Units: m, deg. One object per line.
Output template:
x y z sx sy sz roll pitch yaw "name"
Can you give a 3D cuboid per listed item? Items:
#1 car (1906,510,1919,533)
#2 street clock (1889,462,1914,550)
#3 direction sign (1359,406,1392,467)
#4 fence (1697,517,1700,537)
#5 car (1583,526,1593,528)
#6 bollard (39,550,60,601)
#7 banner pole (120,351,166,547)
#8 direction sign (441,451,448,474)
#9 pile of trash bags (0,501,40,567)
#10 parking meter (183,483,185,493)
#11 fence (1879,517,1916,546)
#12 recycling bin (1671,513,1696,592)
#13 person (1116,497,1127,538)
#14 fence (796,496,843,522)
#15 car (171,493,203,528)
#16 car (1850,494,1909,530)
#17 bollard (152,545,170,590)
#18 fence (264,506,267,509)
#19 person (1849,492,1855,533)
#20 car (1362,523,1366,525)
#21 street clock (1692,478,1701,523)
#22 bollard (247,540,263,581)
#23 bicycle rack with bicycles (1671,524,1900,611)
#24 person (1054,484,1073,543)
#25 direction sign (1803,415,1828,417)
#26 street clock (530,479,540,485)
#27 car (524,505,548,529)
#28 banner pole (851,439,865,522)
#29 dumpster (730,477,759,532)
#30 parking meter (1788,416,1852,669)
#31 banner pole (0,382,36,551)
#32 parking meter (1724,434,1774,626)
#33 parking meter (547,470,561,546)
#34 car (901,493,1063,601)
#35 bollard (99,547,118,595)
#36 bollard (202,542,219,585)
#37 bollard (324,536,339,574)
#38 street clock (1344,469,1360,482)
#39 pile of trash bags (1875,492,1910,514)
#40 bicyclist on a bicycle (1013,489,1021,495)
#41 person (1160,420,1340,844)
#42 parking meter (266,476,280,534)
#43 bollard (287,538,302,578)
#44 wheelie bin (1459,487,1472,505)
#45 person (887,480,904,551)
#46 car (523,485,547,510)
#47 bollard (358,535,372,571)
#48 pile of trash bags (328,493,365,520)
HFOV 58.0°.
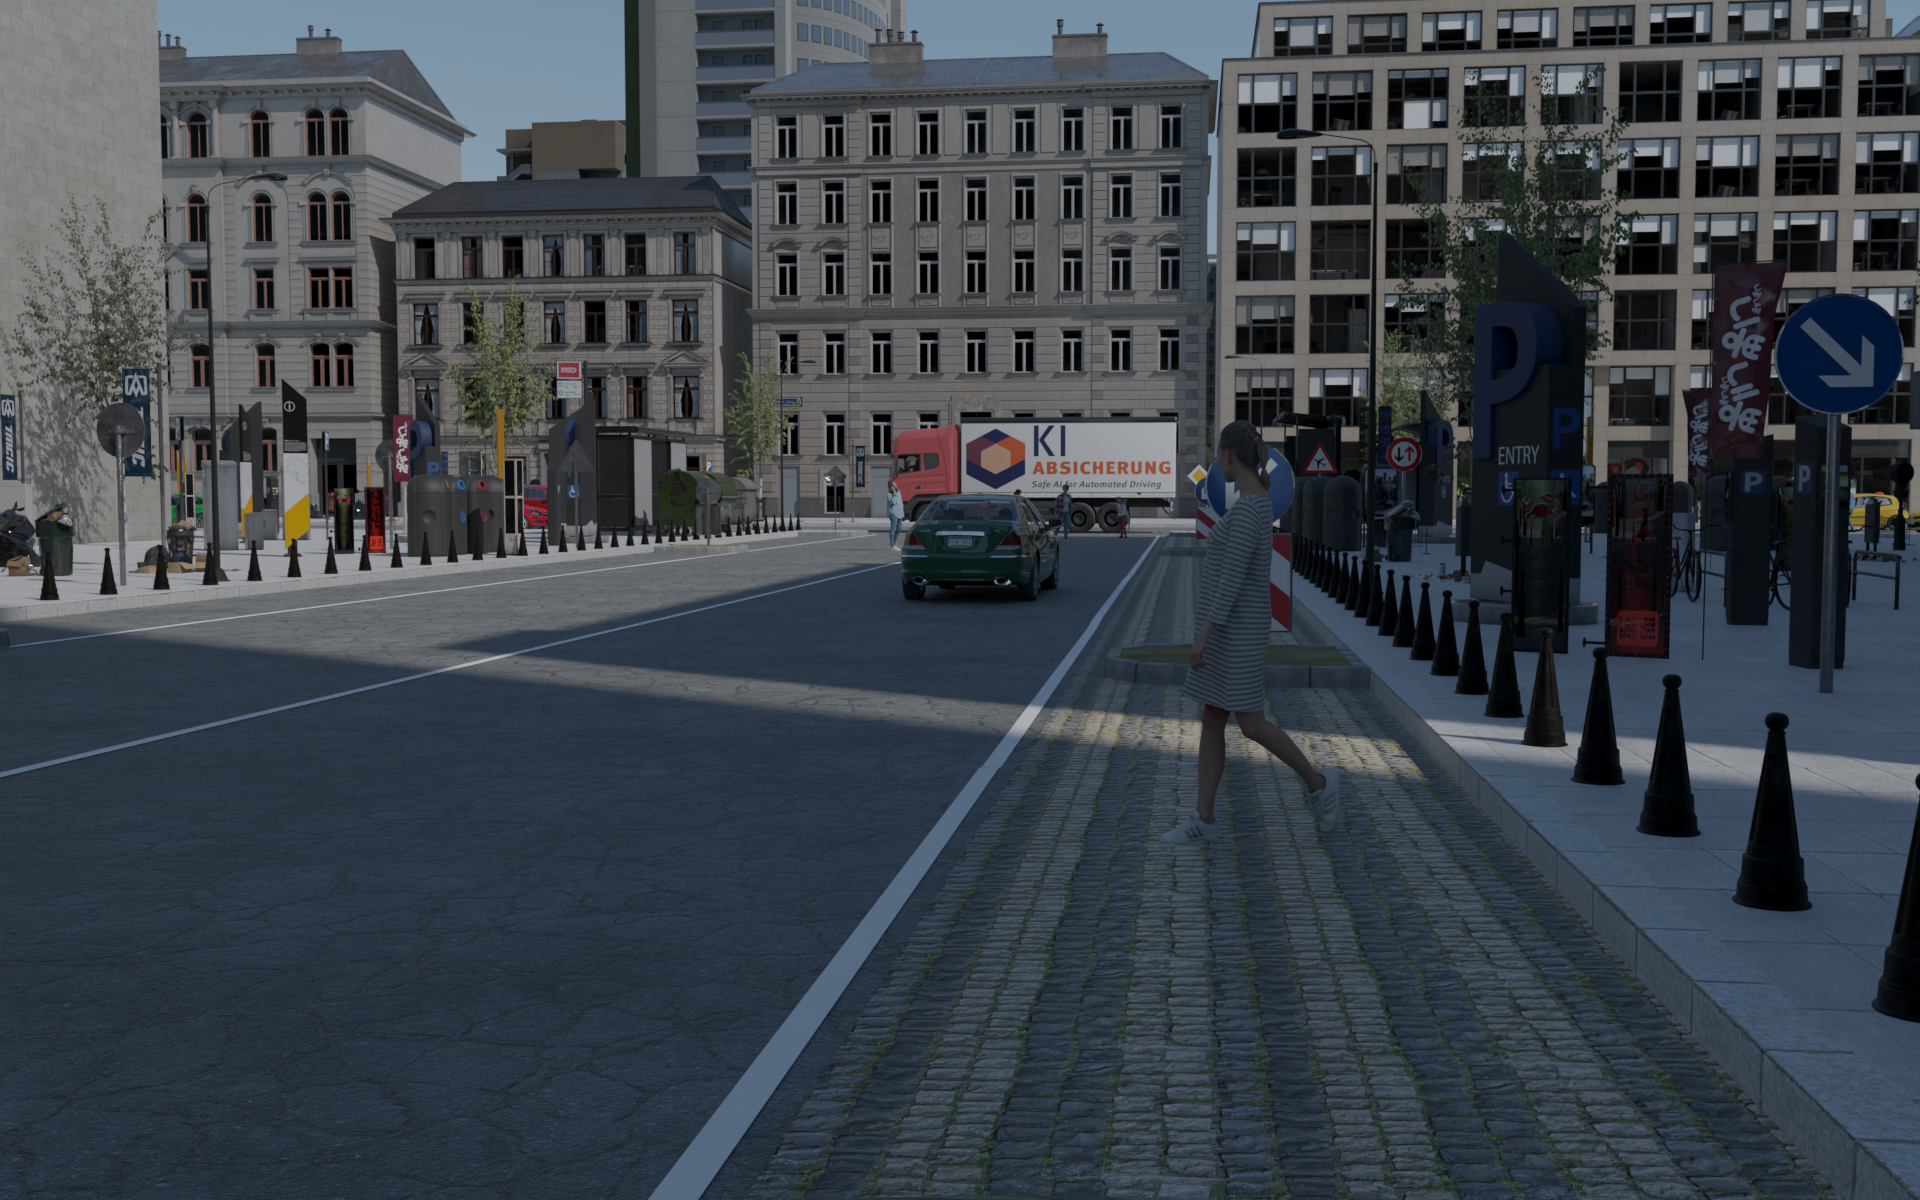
35.019 -3.046 60.022 3.980 1.641 2.015 0 4 6 "car"
21.430 -2.134 39.456 0.471 2.002 0.358 -1 4 -10 "street clock"
10.717 -3.228 44.777 0.876 3.537 0.379 3 4 37 "direction sign"
20.134 -1.832 45.320 2.069 0.683 0.278 3 4 37 "fence"
20.986 -3.197 60.937 5.304 1.827 2.281 1 4 8 "car"
-11.021 -0.300 20.951 0.229 0.601 0.229 0 3 0 "bollard"
-14.265 -2.471 30.418 0.863 3.779 0.401 0 4 -6 "banner pole"
-27.489 -6.089 91.558 0.876 3.537 0.379 -2 4 -27 "direction sign"
-17.763 -1.295 30.920 1.912 1.369 3.447 -3 5 -42 "pile of trash bags"
-39.354 -5.043 88.168 0.255 1.863 0.399 1 4 21 "parking meter"
23.768 -1.758 44.124 0.278 0.683 2.069 0 4 6 "fence"
9.336 -0.641 23.031 0.722 1.027 0.722 2 4 32 "recycling bin"
5.280 -2.689 56.366 0.435 1.345 0.340 2 4 27 "person"
-6.415 -4.155 79.143 2.264 1.192 0.480 2 4 25 "fence"
-31.035 -3.697 69.240 4.718 1.807 1.959 0 4 8 "car"
35.588 -3.603 69.131 3.980 1.641 2.015 1 4 8 "car"
-10.721 -0.440 23.237 0.229 0.601 0.229 0 3 0 "bollard"
-34.226 -4.258 84.991 2.069 0.683 0.278 3 5 43 "fence"
29.914 -3.025 58.302 0.601 1.785 0.444 -1 4 -19 "person"
16.626 -3.713 69.753 4.494 1.783 2.155 0 4 8 "car"
32.569 -4.408 76.640 0.358 2.002 0.471 0 4 3 "street clock"
-10.413 -0.582 25.551 0.229 0.601 0.229 0 3 0 "bollard"
9.574 -0.413 20.127 2.852 0.926 2.925 1 4 15 "bicycle rack with bicycles"
3.055 -2.556 51.133 0.563 1.720 0.643 -2 4 -28 "person"
24.603 -3.527 49.658 0.876 3.537 0.379 2 4 26 "direction sign"
-20.617 -4.863 84.083 0.358 2.002 0.471 2 4 28 "street clock"
-17.568 -3.442 65.309 4.494 1.783 2.155 0 4 6 "car"
-4.663 -5.420 78.631 0.863 3.779 0.401 2 4 25 "banner pole"
-7.722 -3.282 59.418 1.264 1.857 1.865 0 4 7 "dumpster"
6.350 -0.433 12.786 0.255 1.863 0.399 0 4 -2 "parking meter"
-20.997 -2.965 38.490 0.401 3.779 0.863 1 4 11 "banner pole"
7.721 -0.689 16.984 0.399 1.863 0.255 1 4 14 "parking meter"
-10.063 -2.278 42.950 0.255 1.863 0.399 0 4 2 "parking meter"
0.355 -0.795 24.798 2.131 1.459 4.920 1 4 9 "car"
-10.870 -0.370 22.093 0.229 0.601 0.229 0 3 0 "bollard"
-10.568 -0.511 24.396 0.229 0.601 0.229 0 3 0 "bollard"
-10.113 -0.721 27.833 0.229 0.601 0.229 0 3 0 "bollard"
11.554 -2.847 51.114 0.471 2.002 0.358 -2 4 -31 "street clock"
40.363 -4.036 75.746 1.912 1.369 3.447 1 4 20 "pile of trash bags"
2.133 -3.187 62.134 1.625 1.676 1.499 0 4 6 "bicyclist on a bicycle"
1.186 0.130 7.118 0.760 1.731 0.466 -1 4 -19 "person"
-22.194 -3.072 55.941 0.399 1.863 0.255 3 5 41 "parking meter"
-10.266 -0.651 26.692 0.229 0.601 0.229 0 3 0 "bollard"
22.791 -4.243 77.276 0.980 1.594 0.693 0 4 2 "wheelie bin"
-1.650 -2.129 43.568 0.793 1.790 0.793 0 4 -4 "person"
-17.393 -3.856 71.720 5.304 1.827 2.281 0 4 6 "car"
-9.959 -0.791 28.975 0.229 0.601 0.229 0 3 0 "bollard"
-30.699 -4.732 87.118 3.447 1.369 1.912 2 4 35 "pile of trash bags"
